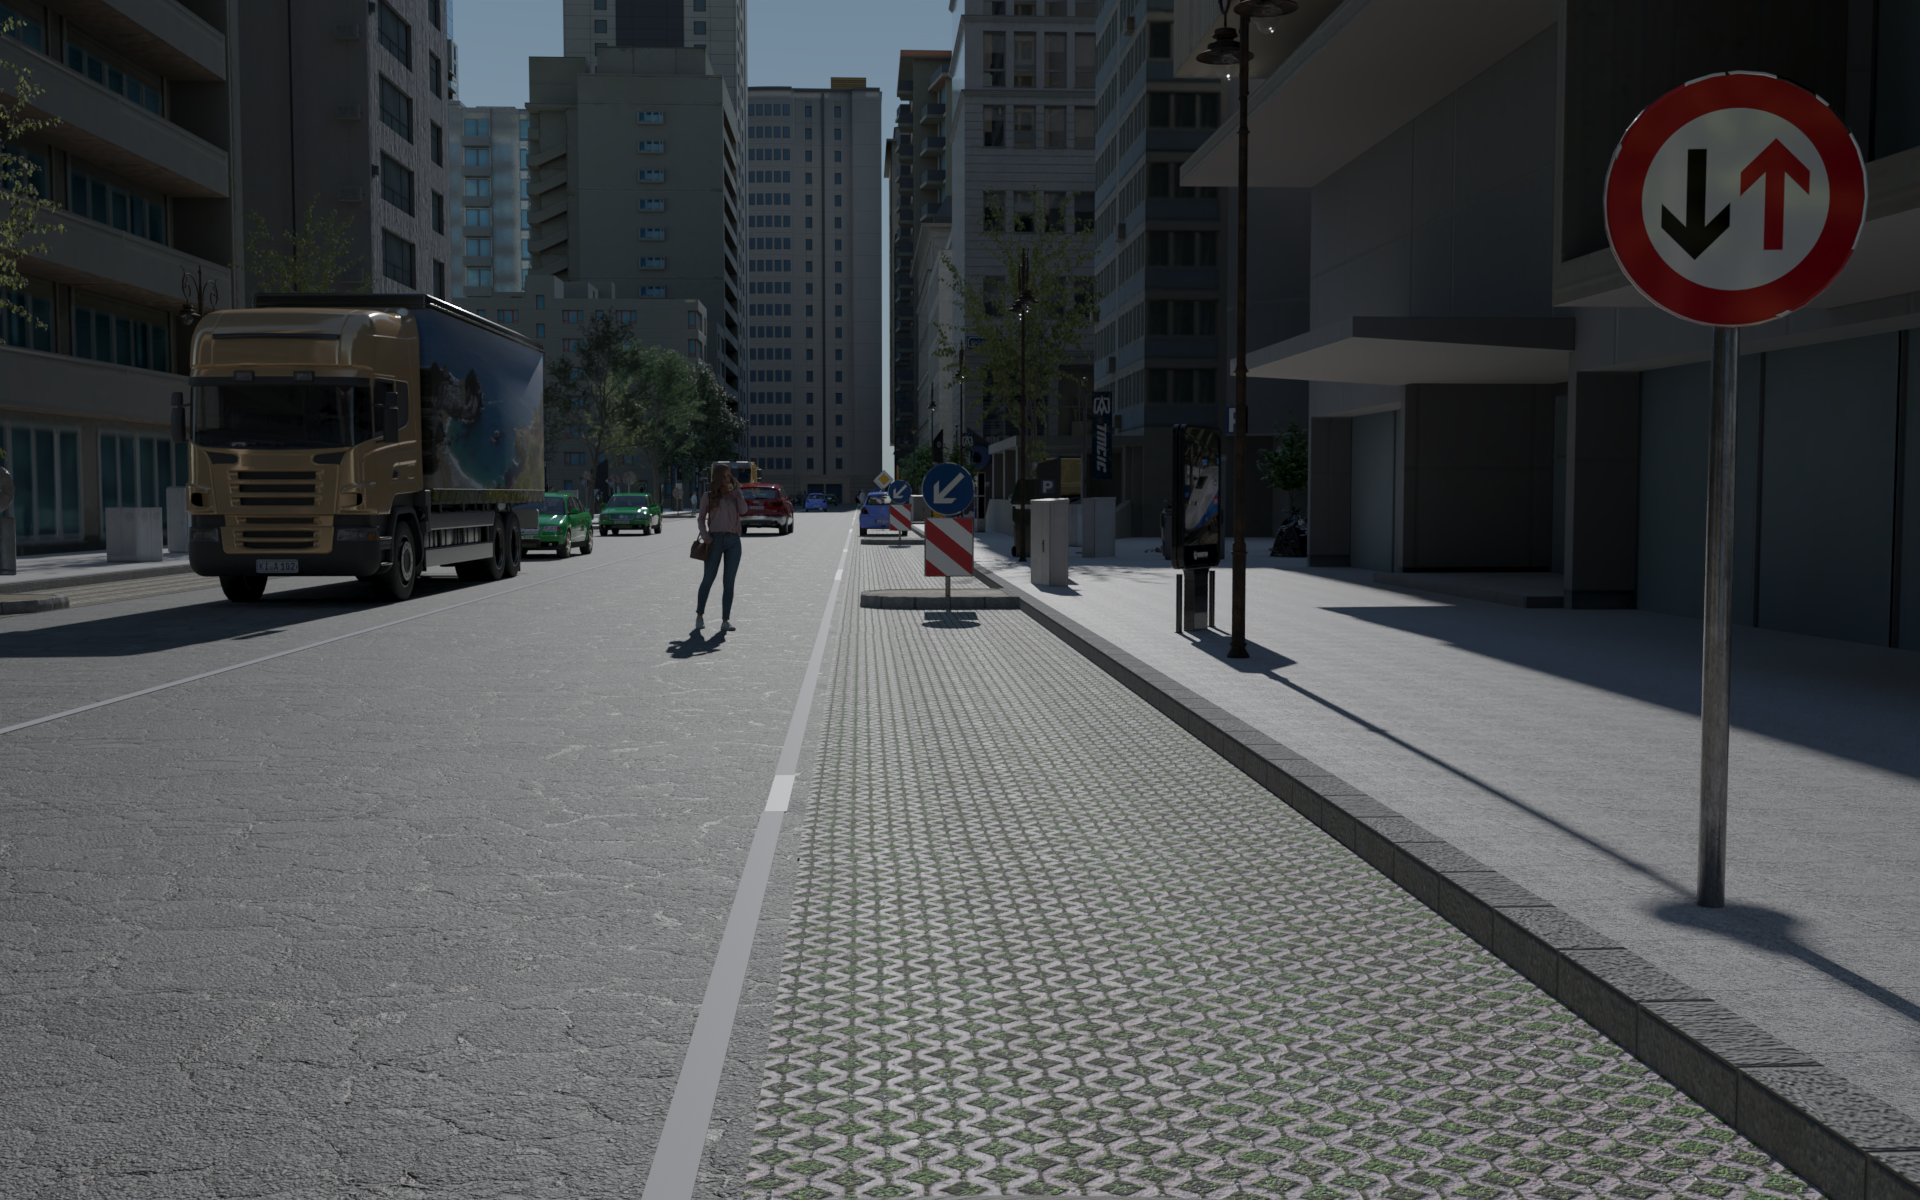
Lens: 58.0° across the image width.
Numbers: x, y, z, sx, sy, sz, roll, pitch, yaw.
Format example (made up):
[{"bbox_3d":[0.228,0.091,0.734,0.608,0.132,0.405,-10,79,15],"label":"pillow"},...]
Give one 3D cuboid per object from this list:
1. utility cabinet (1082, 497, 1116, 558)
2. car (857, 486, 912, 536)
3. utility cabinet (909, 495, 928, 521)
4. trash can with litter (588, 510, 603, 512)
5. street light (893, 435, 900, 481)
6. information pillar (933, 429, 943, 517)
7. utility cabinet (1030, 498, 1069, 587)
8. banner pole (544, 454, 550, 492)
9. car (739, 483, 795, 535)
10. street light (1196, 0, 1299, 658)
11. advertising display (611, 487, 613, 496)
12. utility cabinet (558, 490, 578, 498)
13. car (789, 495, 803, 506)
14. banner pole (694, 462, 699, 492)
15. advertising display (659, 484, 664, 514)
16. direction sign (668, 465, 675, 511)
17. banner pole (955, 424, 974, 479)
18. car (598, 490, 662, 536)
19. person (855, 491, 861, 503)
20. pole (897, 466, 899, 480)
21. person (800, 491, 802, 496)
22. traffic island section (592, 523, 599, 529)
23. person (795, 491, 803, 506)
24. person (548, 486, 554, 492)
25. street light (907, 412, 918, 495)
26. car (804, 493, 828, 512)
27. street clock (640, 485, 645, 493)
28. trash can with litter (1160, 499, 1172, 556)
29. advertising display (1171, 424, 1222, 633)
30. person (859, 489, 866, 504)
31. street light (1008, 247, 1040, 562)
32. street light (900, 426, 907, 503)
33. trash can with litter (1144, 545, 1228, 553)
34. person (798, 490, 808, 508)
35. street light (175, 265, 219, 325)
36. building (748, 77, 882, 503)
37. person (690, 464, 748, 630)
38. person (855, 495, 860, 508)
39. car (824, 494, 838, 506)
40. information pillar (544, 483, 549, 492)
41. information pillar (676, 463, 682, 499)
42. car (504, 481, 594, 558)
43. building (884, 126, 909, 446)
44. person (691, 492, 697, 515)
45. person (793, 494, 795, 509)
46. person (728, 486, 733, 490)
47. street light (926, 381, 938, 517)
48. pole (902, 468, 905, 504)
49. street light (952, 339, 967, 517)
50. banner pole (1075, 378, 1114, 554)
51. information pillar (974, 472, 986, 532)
[{"bbox_3d":[2.818,-1.469,35.185,0.306,1.237,1.020,2,4,29],"label":"utility cabinet"},{"bbox_3d":[-2.652,-3.117,60.555,1.945,1.707,3.694,0,4,-2],"label":"car"},{"bbox_3d":[-1.945,-4.348,82.255,0.306,1.237,1.020,3,5,42],"label":"utility cabinet"},{"bbox_3d":[-26.827,-7.025,125.922,2.233,1.210,1.678,-1,4,-16],"label":"trash can with litter"},{"bbox_3d":[-4.767,-9.902,134.680,0.468,5.910,1.993,0,4,-3],"label":"street light"},{"bbox_3d":[-0.777,-4.353,62.527,0.183,3.616,0.504,-3,5,-42],"label":"information pillar"},{"bbox_3d":[1.256,-0.815,24.492,0.306,1.237,1.020,-1,4,-13],"label":"utility cabinet"},{"bbox_3d":[-26.014,-7.260,108.724,0.863,3.779,0.401,-1,4,-22],"label":"banner pole"},{"bbox_3d":[-7.101,-3.274,62.200,2.281,1.827,5.304,0,4,-2],"label":"car"},{"bbox_3d":[2.184,-2.485,13.418,0.468,5.910,1.993,0,4,-3],"label":"street light"},{"bbox_3d":[-30.677,-9.014,152.591,0.123,1.923,0.974,-1,4,-10],"label":"advertising display"},{"bbox_3d":[-24.115,-5.990,106.618,1.173,1.500,0.318,0,4,4],"label":"utility cabinet"},{"bbox_3d":[-20.516,-12.426,215.750,1.945,1.354,3.894,0,4,-1],"label":"car"},{"bbox_3d":[-20.702,-8.923,135.903,0.401,3.779,0.863,2,4,24],"label":"banner pole"},{"bbox_3d":[-18.979,-6.419,110.164,0.123,1.923,0.974,0,4,-2],"label":"advertising display"},{"bbox_3d":[-22.468,-8.743,134.944,0.876,3.537,0.379,3,5,40],"label":"direction sign"},{"bbox_3d":[0.108,-4.420,62.284,0.863,3.779,0.401,0,4,-2],"label":"banner pole"},{"bbox_3d":[-11.644,-3.210,61.285,1.959,1.807,4.718,0,4,-3],"label":"car"},{"bbox_3d":[-11.164,-11.304,193.287,1.348,1.831,0.705,2,4,24],"label":"person"},{"bbox_3d":[-4.444,-7.968,124.114,0.158,3.312,0.155,0,3,0],"label":"pole"},{"bbox_3d":[-20.814,-13.325,226.456,1.348,1.812,0.705,0,4,1],"label":"person"},{"bbox_3d":[-15.742,-3.461,78.872,2.009,0.180,2.903,0,4,-3],"label":"traffic island section"},{"bbox_3d":[-19.498,-12.290,209.530,1.350,1.814,0.705,-2,4,-25],"label":"person"},{"bbox_3d":[-17.635,-4.052,75.085,0.374,1.781,0.599,-3,5,-39],"label":"person"},{"bbox_3d":[-2.551,-7.562,96.420,0.468,5.910,1.993,0,4,-3],"label":"street light"},{"bbox_3d":[-11.371,-7.790,136.954,1.945,1.707,3.694,0,4,-5],"label":"car"},{"bbox_3d":[-25.428,-8.193,138.518,0.471,2.002,0.358,1,4,16],"label":"street clock"},{"bbox_3d":[4.654,-1.492,35.782,1.055,1.170,0.624,1,4,9],"label":"trash can with litter"},{"bbox_3d":[2.228,-0.678,16.302,0.123,1.923,0.974,2,4,29],"label":"advertising display"},{"bbox_3d":[-8.543,-8.829,152.726,0.514,1.842,0.818,-3,5,-43],"label":"person"},{"bbox_3d":[1.190,-3.664,32.689,0.468,5.910,1.993,0,4,-3],"label":"street light"},{"bbox_3d":[-3.582,-8.732,115.555,0.468,5.910,1.993,0,4,-3],"label":"street light"},{"bbox_3d":[4.807,-1.660,38.206,1.678,1.210,2.233,-1,4,-16],"label":"trash can with litter"},{"bbox_3d":[-15.529,-10.088,173.529,1.350,1.814,0.705,0,4,-1],"label":"person"},{"bbox_3d":[-15.340,-3.813,35.130,0.468,5.910,1.993,0,4,-3],"label":"street light"},{"bbox_3d":[-25.291,-43.156,247.604,28.212,58.520,21.231,0,4,-3],"label":"building"},{"bbox_3d":[-2.581,-0.566,18.345,0.593,1.750,0.643,-1,4,-20],"label":"person"},{"bbox_3d":[-10.726,-10.488,183.162,0.799,1.438,0.628,1,4,15],"label":"person"},{"bbox_3d":[-15.714,-12.039,208.631,2.131,1.459,4.920,0,4,-2],"label":"car"},{"bbox_3d":[-27.303,-6.717,114.320,0.304,2.012,0.304,-1,4,-21],"label":"information pillar"},{"bbox_3d":[-21.425,-8.611,132.138,0.504,3.616,0.183,-2,4,-34],"label":"information pillar"},{"bbox_3d":[-9.637,-1.904,39.923,1.959,1.807,4.718,0,4,-2],"label":"car"},{"bbox_3d":[2.828,-40.627,253.488,27.495,52.752,28.713,0,4,-3],"label":"building"},{"bbox_3d":[-18.177,-6.623,118.593,0.330,1.601,0.589,-3,4,-37],"label":"person"},{"bbox_3d":[-15.685,-9.305,163.897,0.557,1.426,1.065,0,4,-4],"label":"person"},{"bbox_3d":[-10.393,-4.269,78.469,0.661,1.801,0.590,1,4,15],"label":"person"},{"bbox_3d":[-1.137,-6.003,70.943,0.468,5.910,1.993,0,4,-3],"label":"street light"},{"bbox_3d":[-4.441,-8.687,135.874,0.158,3.312,0.155,0,3,0],"label":"pole"},{"bbox_3d":[0.039,-4.834,51.817,0.468,5.910,1.993,0,4,-3],"label":"street light"},{"bbox_3d":[2.895,-2.886,37.207,0.863,3.779,0.401,2,4,25],"label":"banner pole"},{"bbox_3d":[0.661,-3.273,57.999,0.304,2.012,0.304,-1,4,-22],"label":"information pillar"}]
